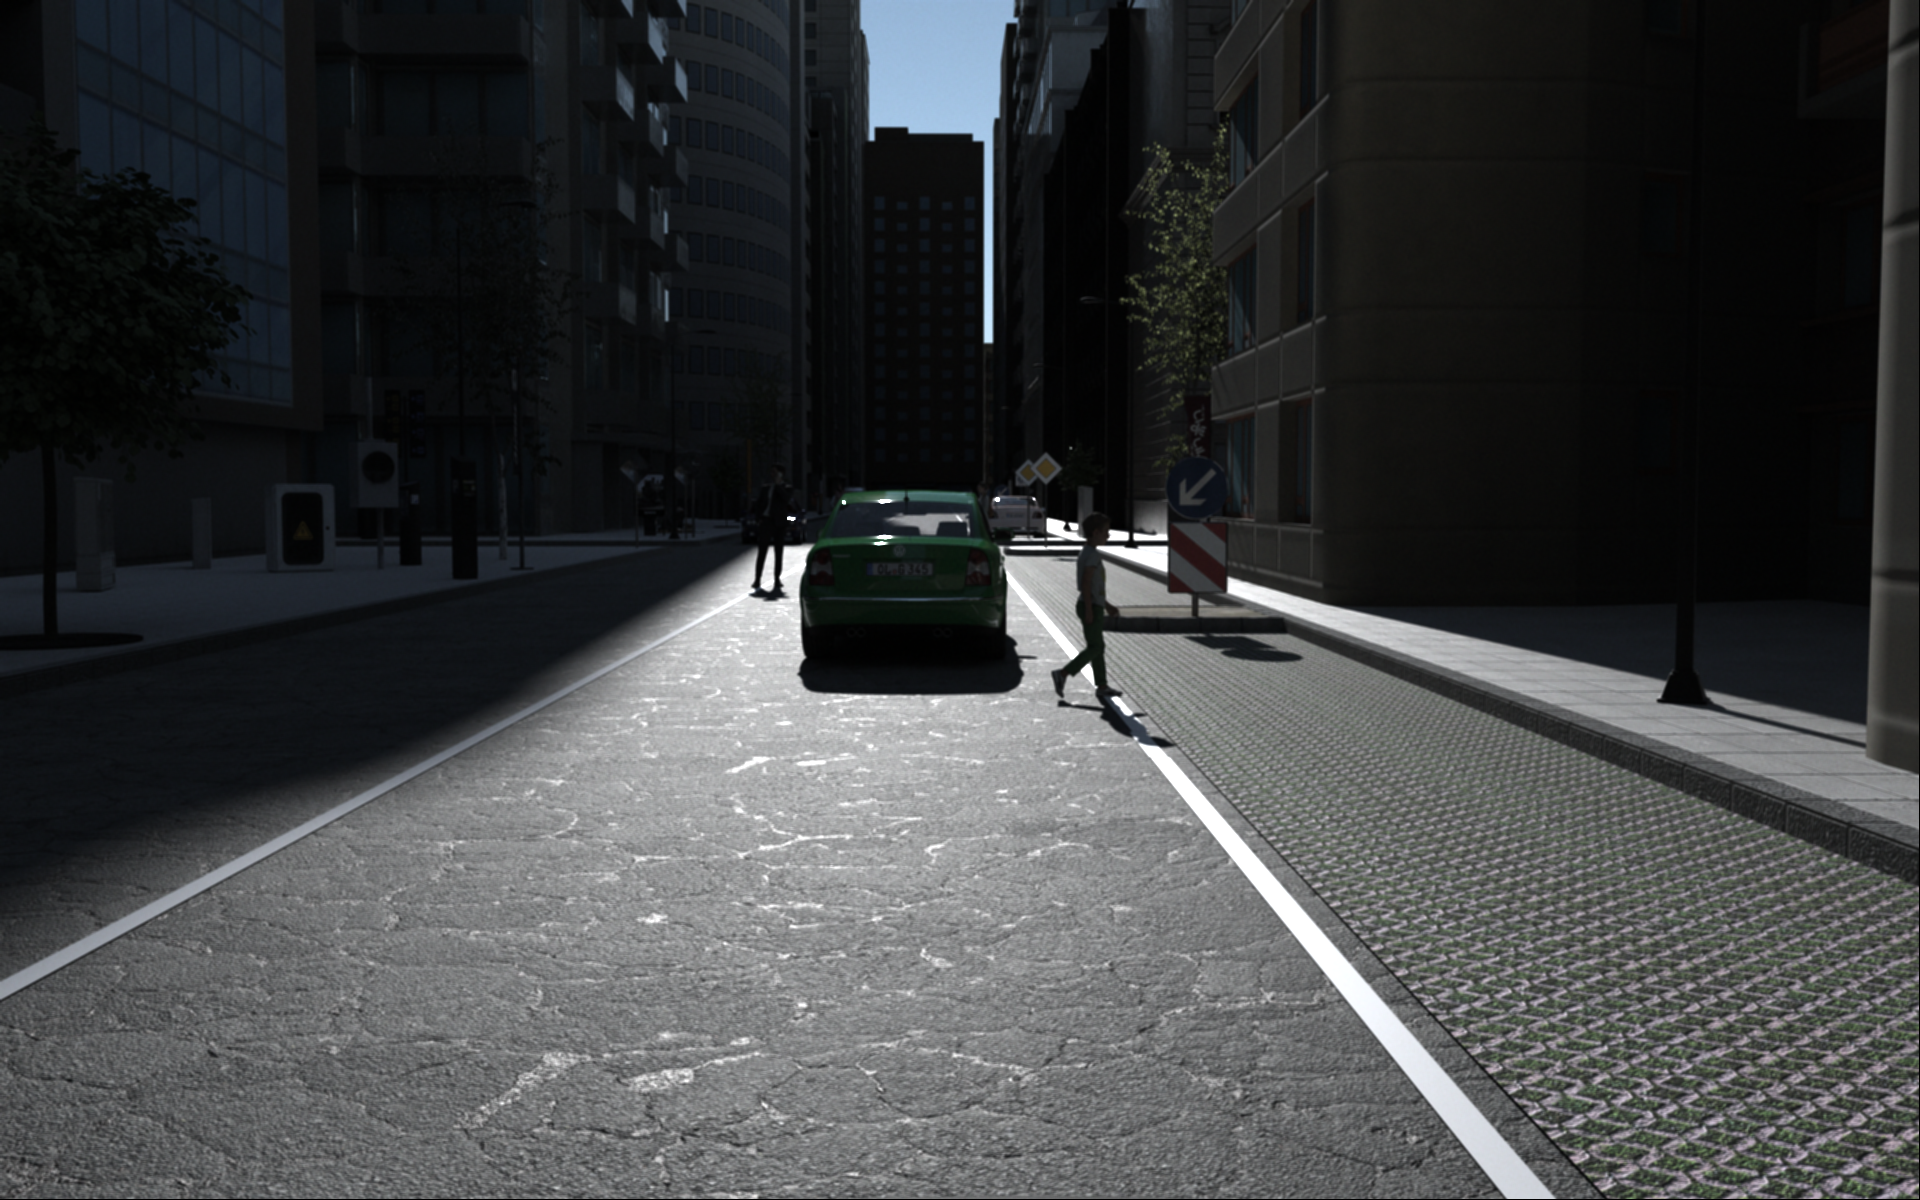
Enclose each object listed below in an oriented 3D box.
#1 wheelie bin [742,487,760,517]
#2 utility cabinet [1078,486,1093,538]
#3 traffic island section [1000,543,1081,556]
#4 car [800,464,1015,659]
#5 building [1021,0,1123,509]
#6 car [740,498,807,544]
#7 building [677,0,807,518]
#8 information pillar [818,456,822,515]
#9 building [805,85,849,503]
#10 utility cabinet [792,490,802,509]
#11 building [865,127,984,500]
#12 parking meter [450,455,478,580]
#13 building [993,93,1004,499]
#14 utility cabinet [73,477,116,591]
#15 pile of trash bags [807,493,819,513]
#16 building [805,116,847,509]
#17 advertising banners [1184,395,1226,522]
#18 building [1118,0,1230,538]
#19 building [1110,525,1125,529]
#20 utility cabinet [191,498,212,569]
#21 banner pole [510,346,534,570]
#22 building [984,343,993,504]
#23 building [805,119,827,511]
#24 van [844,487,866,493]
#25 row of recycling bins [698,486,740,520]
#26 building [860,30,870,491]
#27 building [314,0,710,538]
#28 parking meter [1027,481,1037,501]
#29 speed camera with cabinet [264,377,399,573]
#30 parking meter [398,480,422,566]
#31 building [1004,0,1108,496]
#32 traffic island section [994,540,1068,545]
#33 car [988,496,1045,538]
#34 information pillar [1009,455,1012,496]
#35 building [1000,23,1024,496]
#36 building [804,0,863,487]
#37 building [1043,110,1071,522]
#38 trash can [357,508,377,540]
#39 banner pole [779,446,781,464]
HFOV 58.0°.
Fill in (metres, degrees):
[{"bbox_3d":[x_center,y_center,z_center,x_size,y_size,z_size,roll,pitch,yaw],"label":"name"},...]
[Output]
[{"bbox_3d":[-9.775,-4.484,81.229,0.980,1.594,0.693,-2,4,-30],"label":"wheelie bin"},{"bbox_3d":[3.671,-2.560,50.536,0.318,1.500,1.173,0,4,-3],"label":"utility cabinet"},{"bbox_3d":[2.062,-1.156,41.186,2.009,0.180,2.903,0,4,-1],"label":"traffic island section"},{"bbox_3d":[-0.451,-0.467,16.433,1.959,1.807,4.718,0,4,1],"label":"car"},{"bbox_3d":[10.120,-20.271,108.916,11.434,29.767,29.804,0,4,-1],"label":"building"},{"bbox_3d":[-5.444,-2.343,50.891,1.945,1.354,3.894,0,4,-2],"label":"car"},{"bbox_3d":[-20.754,-34.274,102.373,21.231,58.520,28.212,0,4,-1],"label":"building"},{"bbox_3d":[-8.500,-6.978,105.451,0.183,3.616,0.504,-1,4,-16],"label":"information pillar"},{"bbox_3d":[-18.263,-29.673,168.741,14.154,41.232,14.086,0,4,-1],"label":"building"},{"bbox_3d":[-8.330,-4.792,87.024,0.318,1.500,1.173,1,4,22],"label":"utility cabinet"},{"bbox_3d":[-4.321,-34.532,214.707,14.200,45.320,14.600,0,4,-1],"label":"building"},{"bbox_3d":[-7.473,-1.248,26.113,0.255,1.863,0.399,-3,5,-42],"label":"parking meter"},{"bbox_3d":[10.993,-30.214,177.586,14.154,41.232,14.086,0,4,-1],"label":"building"},{"bbox_3d":[-11.548,-0.885,23.148,0.318,1.500,1.173,-1,4,-18],"label":"utility cabinet"},{"bbox_3d":[-11.099,-6.742,119.990,3.447,1.369,1.912,3,4,36],"label":"pile of trash bags"},{"bbox_3d":[-26.273,-27.999,149.668,32.217,40.220,23.993,0,4,-1],"label":"building"},{"bbox_3d":[4.849,-2.085,30.278,2.074,3.025,0.090,2,4,32],"label":"advertising banners"},{"bbox_3d":[18.070,-15.780,55.272,25.104,27.353,12.463,0,4,-1],"label":"building"},{"bbox_3d":[11.340,-14.700,70.024,12.332,23.373,15.834,0,4,-1],"label":"building"},{"bbox_3d":[-13.119,-1.149,29.943,0.306,1.237,1.020,-1,4,-22],"label":"utility cabinet"},{"bbox_3d":[-7.434,-2.391,29.109,0.401,3.779,0.863,0,4,-3],"label":"banner pole"},{"bbox_3d":[17.518,-23.114,222.953,28.899,21.520,27.650,0,4,-1],"label":"building"},{"bbox_3d":[-17.657,-21.979,131.056,14.160,30.474,14.107,0,4,-1],"label":"building"},{"bbox_3d":[-6.079,-5.618,98.861,2.013,2.044,4.112,0,4,0],"label":"van"},{"bbox_3d":[-12.209,-4.916,87.487,1.069,1.692,3.534,-2,4,-35],"label":"row of recycling bins"},{"bbox_3d":[-25.585,-41.398,218.848,28.212,58.520,21.231,0,4,-1],"label":"building"},{"bbox_3d":[-22.328,-27.135,63.272,23.786,49.044,30.456,0,4,-1],"label":"building"},{"bbox_3d":[3.141,-4.292,75.883,0.399,1.863,0.255,1,4,16],"label":"parking meter"},{"bbox_3d":[-10.461,-2.111,28.851,2.038,3.252,0.660,-3,4,-36],"label":"speed camera with cabinet"},{"bbox_3d":[-9.908,-1.394,31.207,0.372,1.533,0.369,0,3,0],"label":"parking meter"},{"bbox_3d":[15.773,-31.883,140.887,23.786,49.044,30.456,0,4,-1],"label":"building"},{"bbox_3d":[1.963,-1.645,49.170,2.009,0.180,2.903,0,4,-1],"label":"traffic island section"},{"bbox_3d":[1.670,-2.526,53.661,2.083,1.381,4.827,0,4,1],"label":"car"},{"bbox_3d":[2.985,-6.815,102.783,0.183,3.616,0.504,1,4,19],"label":"information pillar"},{"bbox_3d":[10.959,-31.383,163.229,14.600,45.320,14.200,0,4,-1],"label":"building"},{"bbox_3d":[-21.407,-45.838,187.709,20.611,71.187,20.563,0,4,-1],"label":"building"},{"bbox_3d":[10.786,-15.698,86.340,12.332,23.373,15.834,0,4,-1],"label":"building"},{"bbox_3d":[-16.713,-2.281,48.946,0.748,1.137,0.748,0,3,0],"label":"trash can"},{"bbox_3d":[-9.190,-6.030,88.605,0.401,3.779,0.863,-1,4,-10],"label":"banner pole"}]
